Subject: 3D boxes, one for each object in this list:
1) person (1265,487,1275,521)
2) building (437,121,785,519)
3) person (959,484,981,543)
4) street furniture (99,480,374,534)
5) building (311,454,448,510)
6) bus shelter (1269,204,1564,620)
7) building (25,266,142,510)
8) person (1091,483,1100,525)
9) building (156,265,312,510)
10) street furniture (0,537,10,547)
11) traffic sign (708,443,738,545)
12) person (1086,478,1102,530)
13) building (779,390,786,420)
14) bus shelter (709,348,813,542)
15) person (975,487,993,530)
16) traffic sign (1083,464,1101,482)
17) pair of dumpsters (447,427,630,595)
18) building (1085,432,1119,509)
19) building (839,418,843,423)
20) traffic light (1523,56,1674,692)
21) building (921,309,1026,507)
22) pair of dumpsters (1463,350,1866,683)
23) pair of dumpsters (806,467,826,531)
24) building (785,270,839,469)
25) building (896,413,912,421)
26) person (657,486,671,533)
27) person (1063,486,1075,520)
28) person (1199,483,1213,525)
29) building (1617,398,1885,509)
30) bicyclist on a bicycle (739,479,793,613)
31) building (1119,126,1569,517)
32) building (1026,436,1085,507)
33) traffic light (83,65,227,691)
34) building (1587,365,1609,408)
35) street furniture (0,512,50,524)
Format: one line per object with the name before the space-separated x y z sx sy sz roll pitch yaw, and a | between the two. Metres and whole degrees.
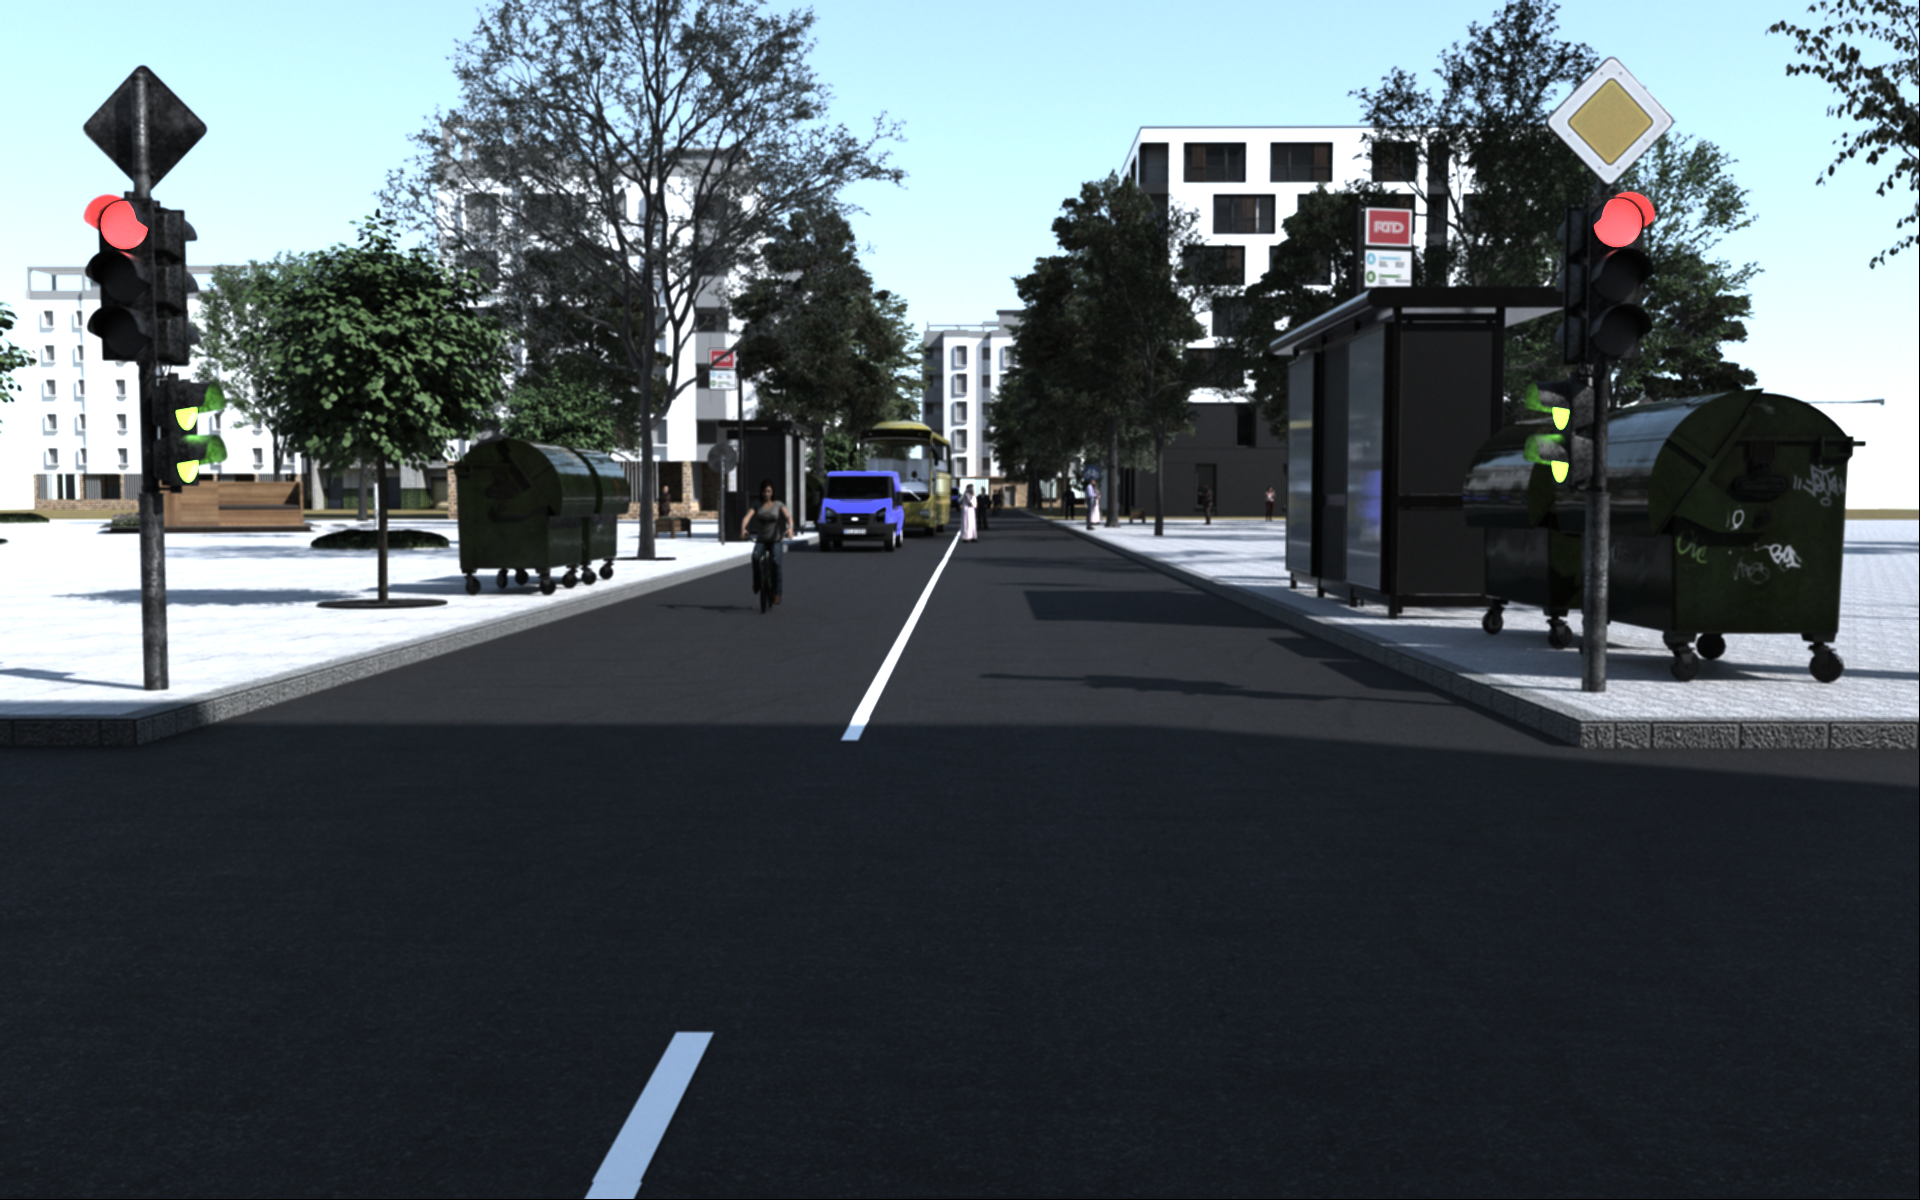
person | 14.960 -4.647 83.479 0.517 1.644 0.566 2 4 32
building | -18.219 -14.453 92.734 16.016 20.091 11.380 0 4 1
person | 0.290 -2.562 51.049 0.621 1.740 0.551 0 4 5
street furniture | -26.708 -3.297 60.757 11.010 1.723 9.812 -2 4 -24
building | -37.391 -17.339 149.955 31.486 18.905 16.747 0 4 1
bus shelter | 5.238 -2.701 21.793 2.179 5.291 8.768 0 4 1
building | -71.046 -17.971 150.242 11.380 20.091 16.016 0 4 1
person | 5.581 -3.963 71.502 0.621 1.740 0.551 -2 4 -30
building | -59.673 -17.931 149.597 11.380 20.091 16.016 0 4 1
street furniture | -35.072 -1.818 34.758 27.439 1.986 14.083 -2 4 -25
traffic sign | -5.963 -2.653 43.487 0.768 2.556 0.104 0 4 4
person | 4.769 -3.411 61.680 0.599 1.838 0.709 0 4 4
building | -14.774 -10.441 112.865 9.099 9.664 28.070 0 4 1
bus shelter | -5.792 -4.452 50.420 2.179 5.291 8.768 0 4 1
person | 0.794 -3.708 69.936 0.742 1.727 0.445 -1 4 -19
traffic sign | 5.614 -4.517 73.951 0.768 2.556 0.104 0 4 4
pair of dumpsters | -5.742 -1.310 23.904 1.574 2.255 4.436 0 4 1
building | 15.644 -12.337 143.864 9.099 9.664 28.070 0 4 1
building | -15.429 -17.943 149.781 11.380 20.091 16.016 0 4 1
traffic light | 4.104 -1.340 11.155 0.839 4.213 0.868 0 4 1
building | 1.726 -20.024 183.813 11.380 20.091 16.016 0 4 1
pair of dumpsters | 5.388 -0.690 13.769 1.574 2.255 4.436 0 4 1
pair of dumpsters | -5.453 -3.636 61.934 1.574 2.255 4.436 0 4 1
building | -17.944 -16.878 132.368 16.016 20.091 11.380 0 4 1
building | -19.240 -14.601 180.872 28.070 9.664 9.099 0 4 1
person | -9.826 -3.012 57.566 0.482 1.546 0.388 2 4 29
person | 5.477 -4.883 86.583 0.576 1.737 0.504 -1 4 -16
person | 10.328 -4.042 72.811 0.600 1.739 0.565 -2 4 -26
building | 66.943 -12.889 152.885 28.070 9.664 9.099 0 4 1
bicyclist on a bicycle | -2.362 -0.687 21.258 1.499 1.676 1.625 0 4 -1
building | 24.156 -16.438 112.733 27.936 21.610 32.646 0 4 1
building | 13.218 -19.956 182.692 11.380 20.091 16.016 0 4 1
traffic light | -5.257 -1.346 11.246 0.839 4.213 0.868 0 4 1
building | 37.125 -17.302 149.347 31.486 18.905 16.747 0 4 1
street furniture | -43.922 -3.524 73.245 5.734 0.657 10.072 2 4 26
